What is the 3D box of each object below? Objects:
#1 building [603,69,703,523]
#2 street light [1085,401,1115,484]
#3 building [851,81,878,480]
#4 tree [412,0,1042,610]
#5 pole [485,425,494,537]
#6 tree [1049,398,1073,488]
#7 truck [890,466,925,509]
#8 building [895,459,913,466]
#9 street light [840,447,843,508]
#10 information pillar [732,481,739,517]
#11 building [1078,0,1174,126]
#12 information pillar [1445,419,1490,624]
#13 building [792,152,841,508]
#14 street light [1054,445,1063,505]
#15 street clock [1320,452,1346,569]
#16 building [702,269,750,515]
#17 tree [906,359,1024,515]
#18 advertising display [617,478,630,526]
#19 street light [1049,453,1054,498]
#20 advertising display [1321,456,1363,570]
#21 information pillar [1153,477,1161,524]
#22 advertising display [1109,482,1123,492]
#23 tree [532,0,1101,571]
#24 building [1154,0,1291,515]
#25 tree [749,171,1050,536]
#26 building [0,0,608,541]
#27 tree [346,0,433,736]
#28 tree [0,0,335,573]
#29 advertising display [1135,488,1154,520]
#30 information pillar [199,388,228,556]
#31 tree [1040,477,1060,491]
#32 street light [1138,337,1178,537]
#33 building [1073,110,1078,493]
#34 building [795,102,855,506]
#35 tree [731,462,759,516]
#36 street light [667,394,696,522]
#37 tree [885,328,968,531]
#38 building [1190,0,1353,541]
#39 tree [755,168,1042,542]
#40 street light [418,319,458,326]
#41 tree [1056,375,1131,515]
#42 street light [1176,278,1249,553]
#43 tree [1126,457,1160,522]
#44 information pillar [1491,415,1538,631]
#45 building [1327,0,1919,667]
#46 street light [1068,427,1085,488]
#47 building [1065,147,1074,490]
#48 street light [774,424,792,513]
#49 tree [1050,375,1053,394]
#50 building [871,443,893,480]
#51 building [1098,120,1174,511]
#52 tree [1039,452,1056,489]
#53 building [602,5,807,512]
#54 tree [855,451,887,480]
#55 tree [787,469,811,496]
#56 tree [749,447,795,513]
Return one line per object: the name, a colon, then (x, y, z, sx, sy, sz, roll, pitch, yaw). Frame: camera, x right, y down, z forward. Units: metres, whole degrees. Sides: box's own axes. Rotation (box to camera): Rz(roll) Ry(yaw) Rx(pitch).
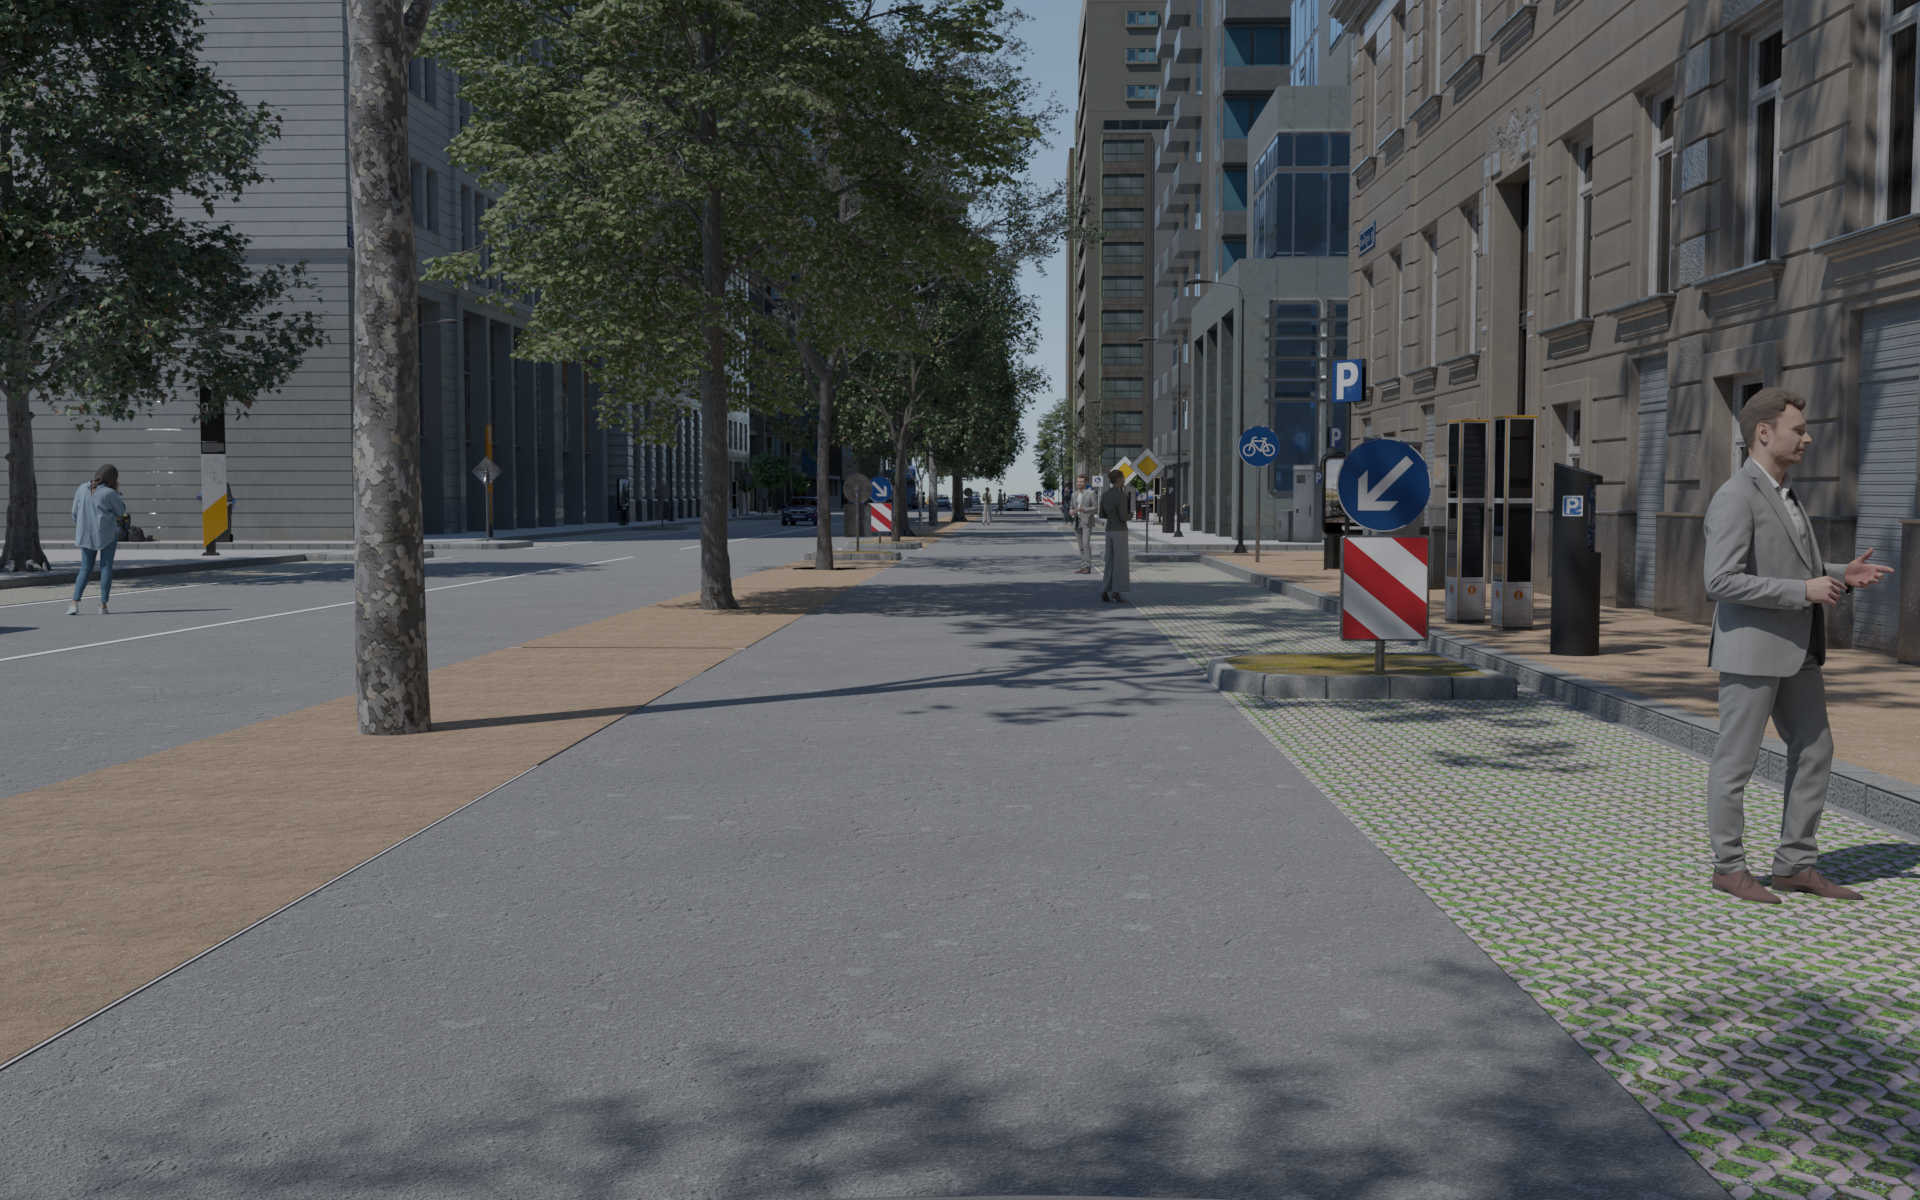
building: (-19.276, -15.748, 86.362, 11.050, 23.489, 19.941, 0, 4, 2)
street light: (7.139, -6.949, 86.156, 1.470, 5.913, 1.316, 0, 4, 2)
building: (-24.130, -38.577, 219.969, 28.713, 52.752, 27.495, 0, 4, 2)
tree: (-2.921, -6.120, 20.646, 7.486, 12.596, 7.792, 0, 3, 0)
pole: (-13.973, -3.519, 51.386, 0.158, 3.312, 0.155, 0, 3, 0)
tree: (11.908, -17.513, 204.456, 7.486, 12.596, 7.792, 0, 3, 0)
truck: (-5.096, -11.064, 170.647, 2.967, 4.110, 18.799, 0, 4, 2)
building: (-14.864, -36.007, 272.315, 14.154, 41.232, 14.086, 0, 4, 2)
street light: (-10.195, -11.291, 157.149, 1.470, 5.913, 1.316, 0, 4, 2)
information pillar: (-12.664, -5.690, 97.525, 0.304, 2.012, 0.304, 1, 4, 9)
building: (21.499, -32.471, 154.598, 21.300, 48.544, 21.600, 0, 4, 2)
information pillar: (5.037, -0.779, 17.222, 0.304, 2.012, 0.304, -1, 4, -10)
building: (-27.987, -28.832, 163.286, 32.217, 40.220, 23.993, 0, 4, 2)
street light: (9.837, -11.607, 162.309, 1.470, 5.913, 1.316, 0, 4, 2)
street clock: (6.402, -1.533, 29.635, 0.471, 2.002, 0.358, -2, 4, -29)
building: (-19.272, -15.296, 104.835, 10.420, 20.320, 16.860, 0, 4, 2)
tree: (0.037, -12.674, 116.325, 9.857, 13.997, 8.962, 0, 3, 0)
advertising display: (-13.641, -3.972, 70.150, 0.123, 1.923, 0.974, 1, 4, 13)
street light: (11.524, -14.607, 211.362, 1.470, 5.913, 1.316, 0, 4, 2)
advertising display: (6.596, -1.468, 29.215, 0.974, 1.923, 0.123, 0, 4, -1)
information pillar: (8.449, -4.266, 74.246, 0.304, 2.012, 0.304, 0, 4, 5)
advertising display: (7.365, -4.685, 81.809, 0.123, 1.923, 0.974, -2, 4, -28)
tree: (-2.580, -7.311, 32.364, 12.009, 13.543, 11.850, 0, 3, 0)
building: (22.833, -29.251, 97.860, 23.786, 49.044, 30.456, 0, 4, 2)
tree: (-2.000, -8.485, 58.196, 9.611, 12.733, 9.660, 0, 3, 0)
building: (-21.484, -17.365, 61.405, 11.434, 29.767, 29.804, 0, 4, 2)
tree: (-2.216, -9.208, 8.899, 12.611, 20.169, 13.585, 0, 3, 0)
tree: (-15.612, -6.822, 28.549, 9.611, 12.733, 9.660, 0, 3, 0)
advertising display: (9.021, -4.832, 84.219, 0.974, 1.923, 0.123, 1, 4, 11)
information pillar: (-15.520, -2.730, 35.987, 0.504, 3.616, 0.183, -1, 4, -18)
tree: (14.396, -17.877, 276.009, 4.285, 4.588, 4.351, 0, 3, 0)
street light: (5.958, -4.823, 51.389, 1.470, 5.913, 1.316, 0, 4, 2)
building: (19.287, -30.821, 187.518, 14.154, 41.232, 14.086, 0, 4, 2)
building: (-18.688, -32.550, 182.300, 14.600, 45.320, 14.200, 0, 4, 2)
tree: (-12.850, -6.639, 103.149, 1.663, 3.219, 1.824, 0, 3, 0)
street light: (-12.936, -6.612, 80.653, 1.470, 5.913, 1.316, 0, 4, 2)
tree: (-1.575, -7.012, 67.463, 4.737, 8.622, 4.395, 0, 3, 0)
building: (23.492, -45.448, 55.747, 31.000, 86.520, 22.319, 0, 4, 2)
tree: (-1.905, -6.893, 49.563, 8.767, 10.594, 7.601, 0, 4, 2)
street light: (-14.021, -4.502, 46.150, 1.470, 5.913, 1.316, 0, 4, 2)
tree: (8.305, -9.542, 106.373, 4.360, 8.622, 3.978, 0, 3, 0)
street light: (5.551, -3.970, 37.455, 1.470, 5.913, 1.316, 0, 4, 2)
tree: (8.495, -5.205, 79.709, 1.663, 3.219, 1.824, 0, 3, 0)
information pillar: (5.220, -0.724, 16.330, 0.304, 2.012, 0.304, 0, 4, -5)
building: (13.136, -13.798, 22.856, 12.463, 27.353, 25.104, 0, 4, 2)
street light: (8.384, -9.053, 120.552, 1.470, 5.913, 1.316, 0, 4, 2)
building: (20.440, -34.761, 218.458, 14.600, 45.320, 14.200, 0, 4, 2)
street light: (-11.717, -8.716, 115.050, 1.470, 5.913, 1.316, 0, 4, 2)
tree: (-0.048, -10.322, 88.224, 9.611, 12.733, 9.660, 0, 3, 0)
building: (-19.978, -38.487, 248.877, 23.786, 49.044, 30.456, 0, 4, 2)
building: (17.927, -22.329, 136.776, 14.160, 30.474, 14.107, 0, 4, 2)
tree: (14.243, -19.407, 267.672, 4.360, 8.622, 3.978, 0, 3, 0)
building: (-24.084, -29.459, 136.274, 22.147, 44.769, 28.867, 0, 4, 2)
tree: (-10.311, -14.967, 195.066, 4.360, 8.622, 3.978, 0, 3, 0)
tree: (-11.981, -8.333, 130.839, 1.663, 3.219, 1.824, 0, 3, 0)
tree: (-13.019, -8.294, 119.327, 4.285, 4.588, 4.351, 0, 3, 0)
